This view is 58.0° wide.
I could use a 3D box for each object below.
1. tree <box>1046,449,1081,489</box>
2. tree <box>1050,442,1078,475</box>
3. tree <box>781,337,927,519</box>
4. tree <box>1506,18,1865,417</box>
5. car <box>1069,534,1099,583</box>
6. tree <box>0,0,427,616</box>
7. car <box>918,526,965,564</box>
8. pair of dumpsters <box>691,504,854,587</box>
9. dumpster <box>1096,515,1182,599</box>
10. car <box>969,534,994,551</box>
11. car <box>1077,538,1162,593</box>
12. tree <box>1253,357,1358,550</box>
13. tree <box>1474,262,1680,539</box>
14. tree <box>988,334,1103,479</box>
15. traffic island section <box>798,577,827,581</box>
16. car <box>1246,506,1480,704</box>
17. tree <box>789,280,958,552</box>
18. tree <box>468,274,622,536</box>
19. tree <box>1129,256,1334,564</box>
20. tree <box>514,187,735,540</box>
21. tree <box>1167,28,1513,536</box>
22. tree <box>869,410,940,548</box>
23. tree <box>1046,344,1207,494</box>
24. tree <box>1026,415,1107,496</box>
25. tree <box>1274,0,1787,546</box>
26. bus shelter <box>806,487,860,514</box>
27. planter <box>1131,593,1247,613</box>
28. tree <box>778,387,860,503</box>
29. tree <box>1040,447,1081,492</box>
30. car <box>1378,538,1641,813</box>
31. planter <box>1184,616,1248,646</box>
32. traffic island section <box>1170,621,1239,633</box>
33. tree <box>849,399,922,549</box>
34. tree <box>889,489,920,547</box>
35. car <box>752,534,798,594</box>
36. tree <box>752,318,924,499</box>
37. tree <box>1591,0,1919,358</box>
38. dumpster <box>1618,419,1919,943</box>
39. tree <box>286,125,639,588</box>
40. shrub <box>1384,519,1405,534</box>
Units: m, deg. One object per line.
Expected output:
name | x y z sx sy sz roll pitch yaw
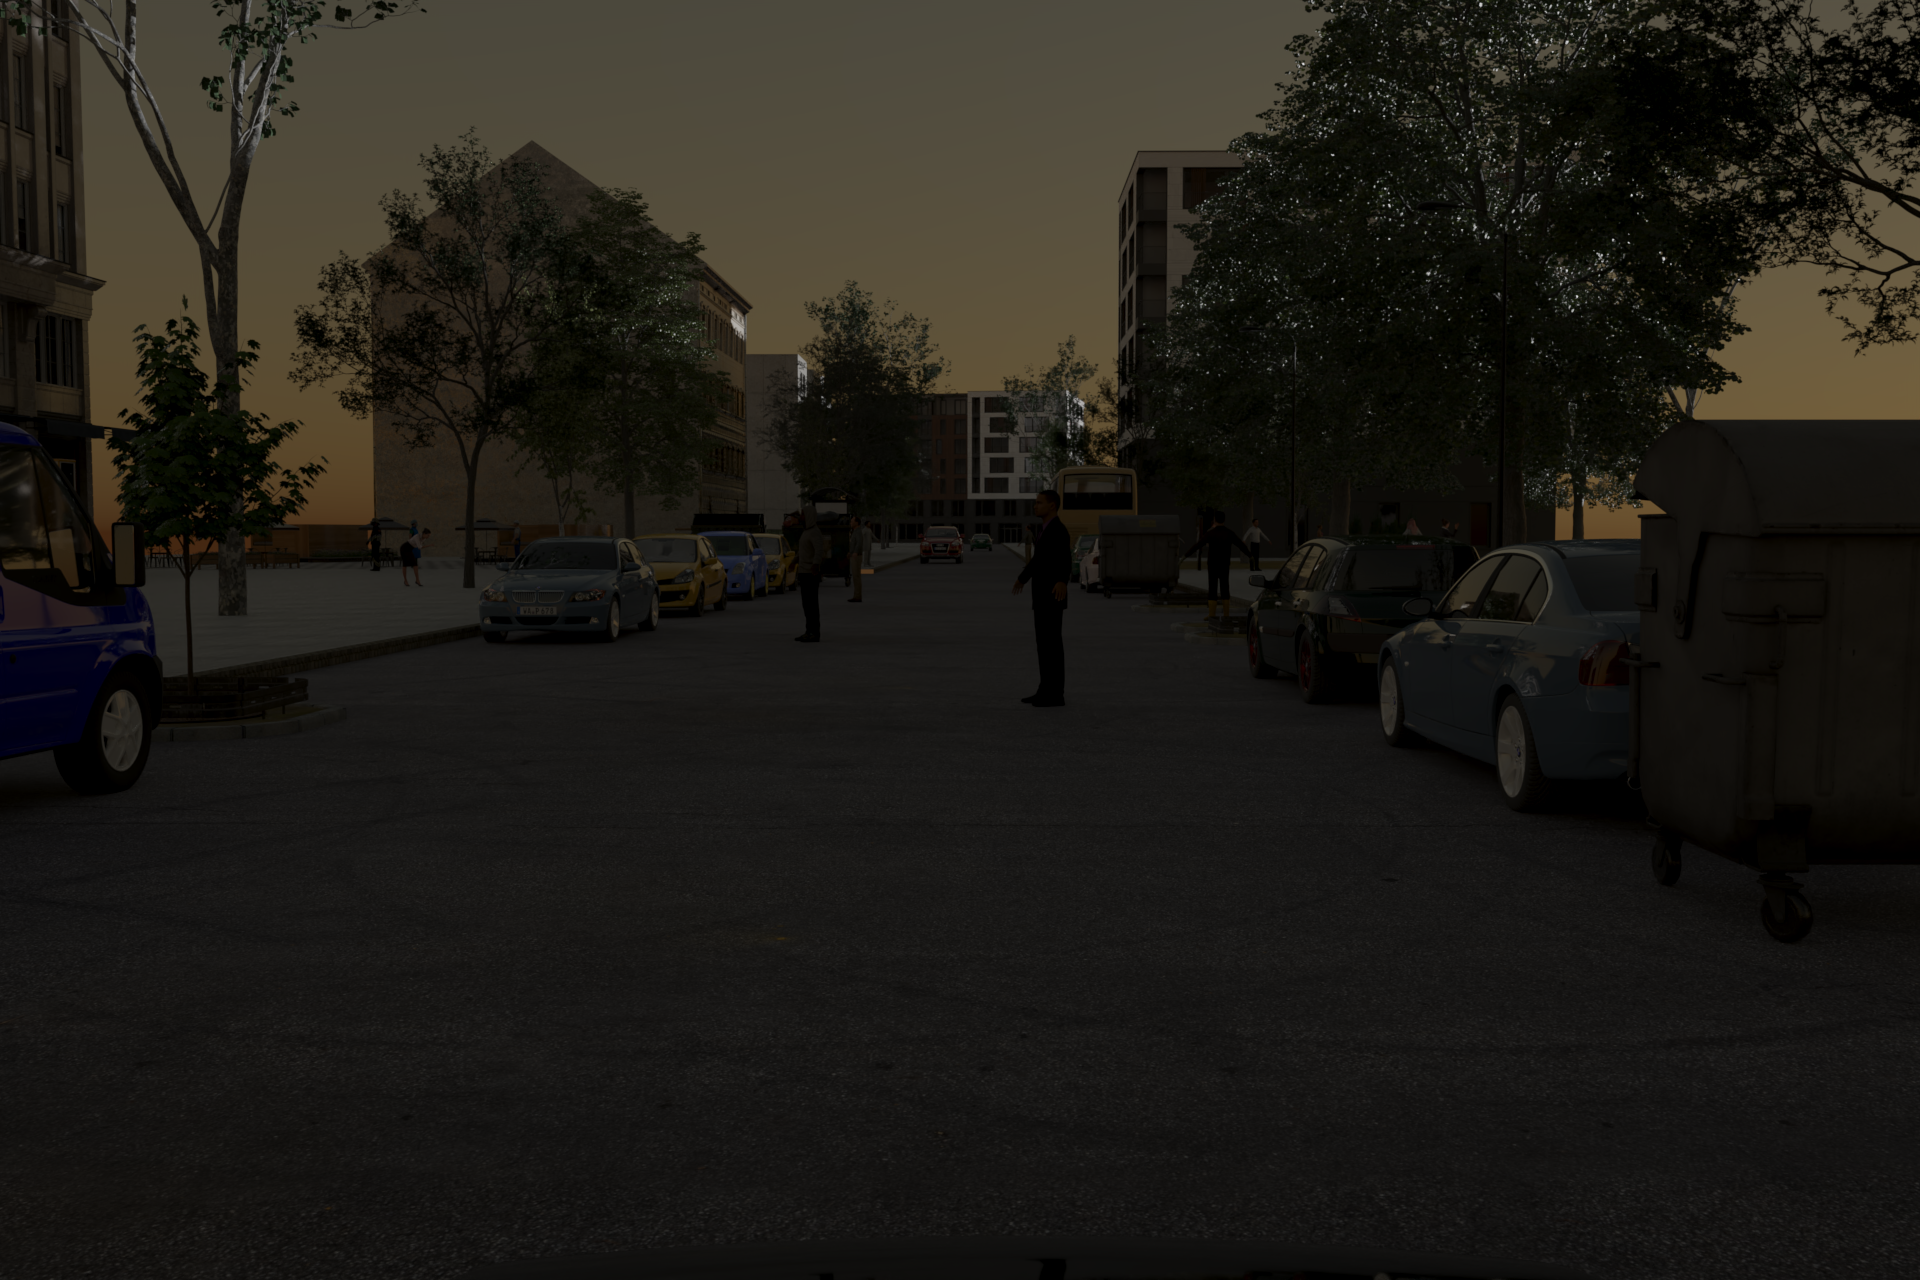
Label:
tree | 8.583 -11.906 145.027 4.360 8.622 3.978 0 3 0
tree | 8.724 -11.048 130.999 4.737 8.622 4.395 0 3 0
tree | -7.015 -12.600 112.667 9.857 13.997 8.962 0 3 0
tree | 25.938 -12.796 65.107 12.611 20.169 13.585 0 3 0
car | 4.155 -2.491 52.528 2.131 1.459 4.920 0 3 0
tree | -12.895 -10.480 27.231 12.611 20.169 13.585 0 3 0
car | -0.882 -4.679 85.181 2.281 1.827 5.304 0 4 1
pair of dumpsters | -5.081 -2.587 47.242 4.436 2.255 1.574 0 4 1
dumpster | 4.011 -1.879 38.934 1.865 1.857 1.264 0 4 1
car | 1.782 -8.189 145.691 2.131 1.459 4.920 0 4 0
car | 4.019 -1.908 43.563 2.083 1.381 4.827 0 4 1
tree | 12.562 -7.008 64.940 4.360 8.622 3.978 0 3 0
tree | 28.139 -10.534 78.893 9.857 13.997 8.962 0 3 0
tree | 8.974 -19.005 166.628 12.611 20.169 13.585 0 3 0
traffic island section | -5.134 -1.867 53.389 1.991 0.108 1.994 0 4 1
car | 3.755 -0.379 15.983 2.009 1.686 4.222 0 3 0
tree | -6.545 -16.609 127.447 12.611 20.169 13.585 0 3 0
tree | -11.294 -5.990 48.303 4.737 8.622 4.395 0 3 0
tree | 12.448 -10.309 75.211 9.857 13.997 8.962 0 3 0
tree | -11.346 -8.531 57.609 7.486 12.596 7.792 0 3 0
tree | 10.110 -8.489 45.449 9.857 13.997 8.962 0 3 0
tree | -6.607 -15.233 159.429 12.009 13.543 11.850 0 3 0
tree | 8.354 -9.279 86.129 8.767 10.594 7.601 1 4 10
tree | 9.379 -13.869 152.520 9.928 11.665 9.643 0 3 0
tree | 10.261 -7.672 32.088 9.857 13.997 8.962 0 3 0
bus shelter | -5.586 -5.074 76.885 2.014 3.302 5.546 0 3 0
planter | 4.227 -0.688 32.390 1.991 0.319 1.994 0 4 1
tree | -7.244 -8.359 87.030 4.360 8.622 3.978 0 3 0
tree | 8.699 -11.498 138.360 4.360 8.622 3.978 0 3 0
car | 3.728 0.111 10.183 2.014 1.417 4.499 0 4 1
planter | 4.038 -0.124 23.166 1.991 0.319 1.994 0 4 1
traffic island section | 4.156 -0.173 25.700 1.991 0.108 1.994 0 4 1
tree | -6.668 -13.822 144.110 7.486 12.596 7.792 0 3 0
tree | -6.344 -13.356 168.732 4.360 8.622 3.978 0 3 0
car | -4.992 -1.975 42.508 2.015 1.641 3.980 0 4 1
tree | -7.063 -11.493 98.279 12.009 13.543 11.850 0 3 0
tree | 10.025 -5.022 16.516 8.767 10.594 7.601 3 4 38
dumpster | 3.593 0.103 6.532 1.865 1.857 1.264 0 4 0
tree | -11.646 -6.486 40.453 8.767 10.594 7.601 0 4 -5
shrub | 20.297 -4.667 80.730 1.690 2.028 1.600 0 3 0
